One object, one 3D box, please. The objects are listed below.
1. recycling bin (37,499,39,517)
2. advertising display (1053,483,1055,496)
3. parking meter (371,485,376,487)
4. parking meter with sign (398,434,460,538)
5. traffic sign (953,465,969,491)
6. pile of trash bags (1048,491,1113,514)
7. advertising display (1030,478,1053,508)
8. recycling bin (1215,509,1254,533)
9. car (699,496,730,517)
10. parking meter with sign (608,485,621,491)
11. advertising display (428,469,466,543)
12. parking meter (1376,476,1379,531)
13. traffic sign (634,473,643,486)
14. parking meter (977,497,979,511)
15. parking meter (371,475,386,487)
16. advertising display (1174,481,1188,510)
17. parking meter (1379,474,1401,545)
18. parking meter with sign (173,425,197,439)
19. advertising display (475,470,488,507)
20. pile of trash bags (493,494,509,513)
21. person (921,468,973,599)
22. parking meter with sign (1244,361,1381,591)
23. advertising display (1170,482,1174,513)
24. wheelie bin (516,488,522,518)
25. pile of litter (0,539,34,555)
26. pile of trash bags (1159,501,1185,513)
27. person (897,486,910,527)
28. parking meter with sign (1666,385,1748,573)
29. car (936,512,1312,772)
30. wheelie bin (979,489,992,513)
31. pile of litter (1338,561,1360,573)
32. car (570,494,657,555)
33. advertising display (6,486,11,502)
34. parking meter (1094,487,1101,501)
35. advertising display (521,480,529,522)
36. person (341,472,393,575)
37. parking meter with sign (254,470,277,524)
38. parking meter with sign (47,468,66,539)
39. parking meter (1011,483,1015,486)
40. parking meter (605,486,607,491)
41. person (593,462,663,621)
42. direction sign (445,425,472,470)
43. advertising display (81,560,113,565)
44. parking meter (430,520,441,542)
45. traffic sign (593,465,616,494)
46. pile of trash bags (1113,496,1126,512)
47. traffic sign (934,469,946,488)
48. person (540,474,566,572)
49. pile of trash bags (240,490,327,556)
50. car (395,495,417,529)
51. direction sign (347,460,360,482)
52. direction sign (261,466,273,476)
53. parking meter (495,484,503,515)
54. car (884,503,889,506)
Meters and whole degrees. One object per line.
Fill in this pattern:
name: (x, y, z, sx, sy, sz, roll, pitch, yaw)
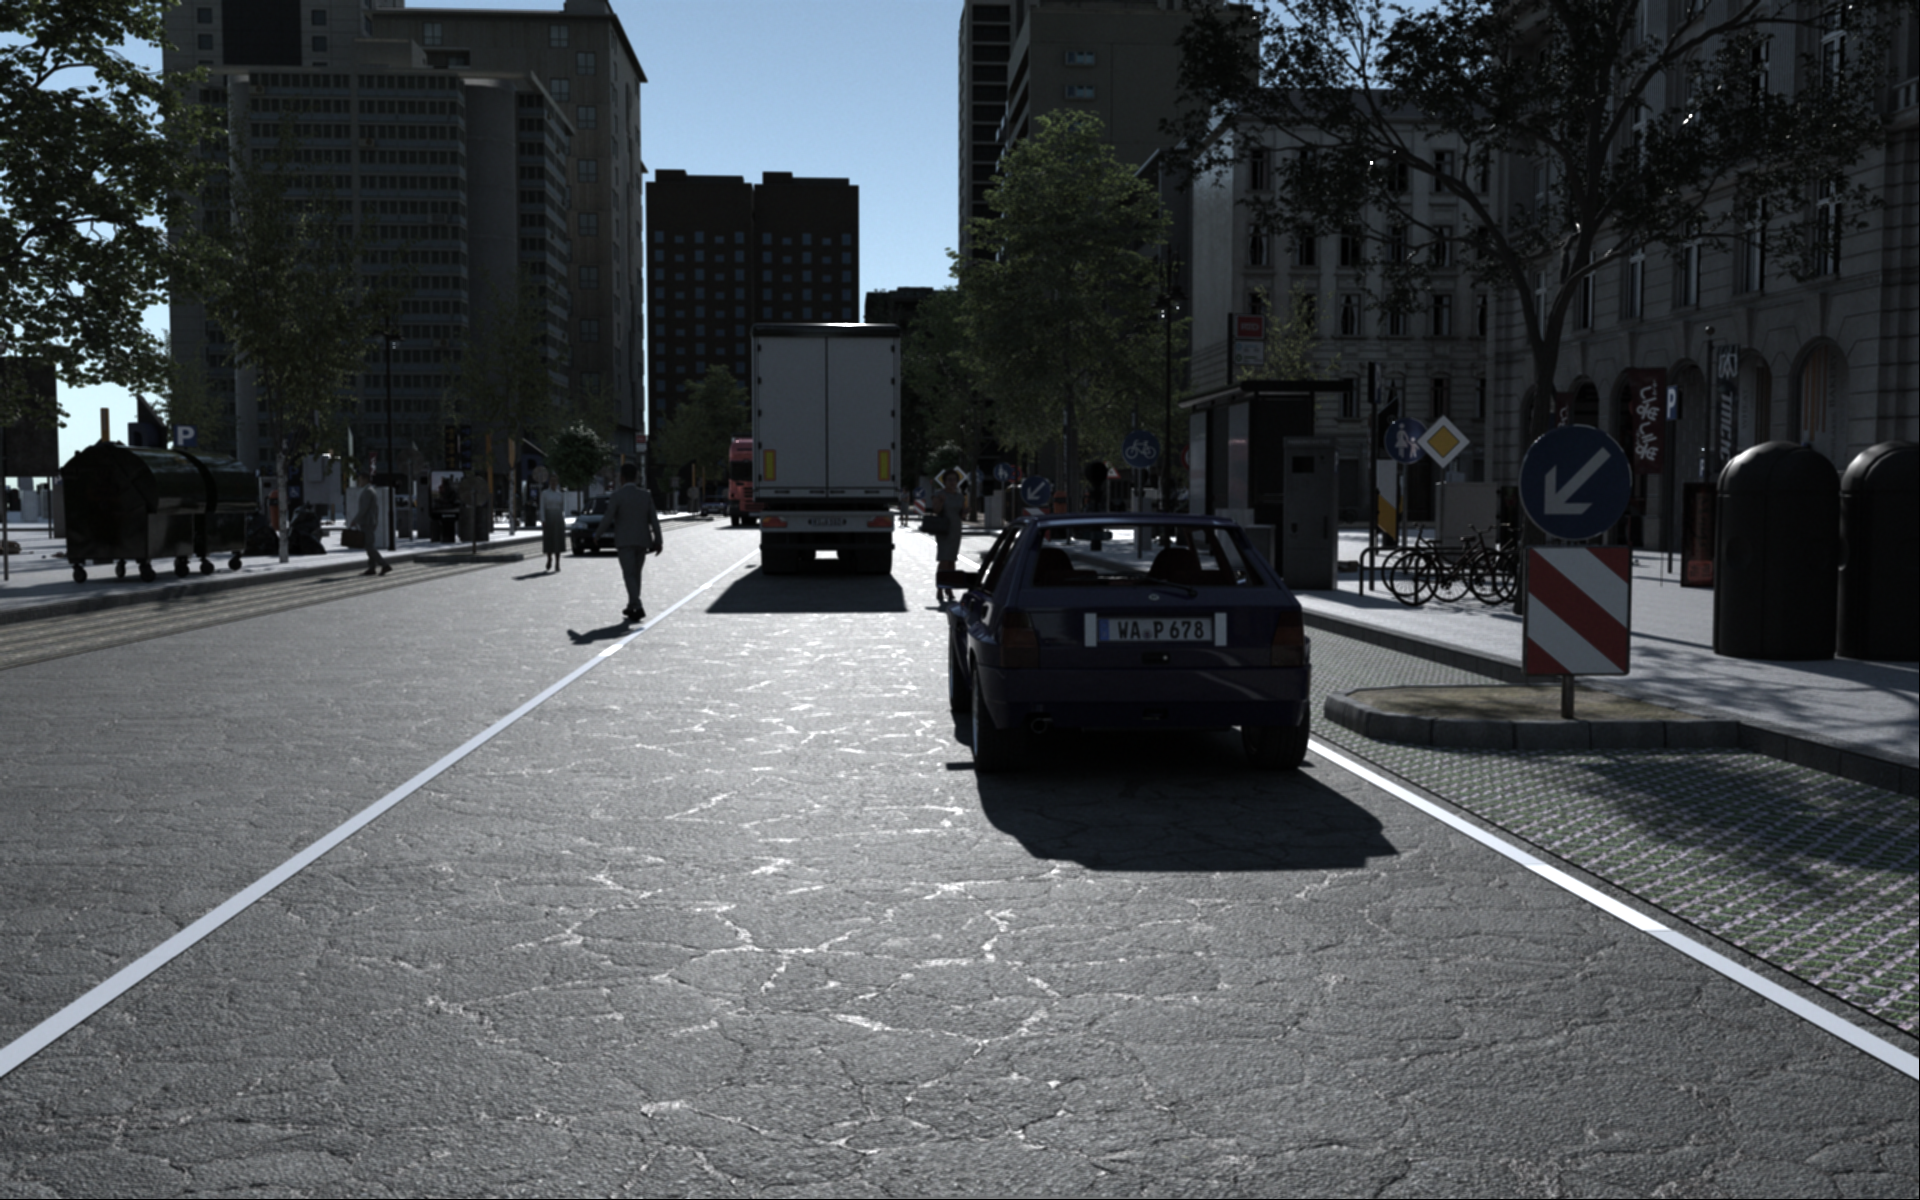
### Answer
recycling bin: (-51.939, -5.147, 96.704, 0.722, 1.027, 0.722, -3, 5, -40)
advertising display: (4.955, -5.709, 98.559, 0.974, 1.923, 0.123, -2, 4, -32)
parking meter: (-15.642, -2.288, 45.823, 0.372, 1.533, 0.369, 0, 3, 0)
parking meter with sign: (-15.491, -3.317, 50.494, 1.738, 3.016, 0.543, -1, 4, -10)
traffic sign: (-0.098, -3.469, 60.364, 0.795, 2.450, 0.064, 0, 4, -4)
pile of trash bags: (3.090, -2.404, 49.063, 1.912, 1.369, 3.447, 1, 4, 12)
advertising display: (3.246, -3.959, 69.936, 0.974, 1.923, 0.123, 3, 5, 41)
recycling bin: (4.824, -1.063, 29.937, 0.722, 1.027, 0.722, 0, 4, -3)
car: (-15.516, -5.950, 109.859, 1.945, 1.354, 3.894, 0, 4, -4)
parking meter with sign: (-23.689, -7.589, 120.345, 1.738, 3.016, 0.543, 1, 4, 17)
advertising display: (-13.434, -2.457, 45.381, 0.974, 1.923, 0.123, -3, 5, -39)
parking meter: (13.850, -3.159, 57.368, 0.399, 1.863, 0.255, -2, 4, -29)
traffic sign: (-12.759, -3.907, 67.528, 0.795, 2.450, 0.064, 0, 4, -4)
parking meter: (1.290, -7.571, 129.496, 0.399, 1.863, 0.255, -1, 4, -18)
parking meter: (-17.431, -2.832, 52.018, 0.399, 1.863, 0.255, -3, 4, -38)
advertising display: (11.277, -5.009, 87.108, 0.123, 1.923, 0.974, -3, 5, -40)
parking meter: (10.791, -2.299, 43.306, 0.399, 1.863, 0.255, 0, 4, -5)
parking meter with sign: (-19.902, -2.950, 44.499, 0.543, 3.016, 1.738, -2, 4, -26)
advertising display: (-12.928, -2.545, 46.825, 0.123, 1.923, 0.974, 0, 4, -2)
pile of trash bags: (-32.397, -6.832, 121.459, 1.912, 1.369, 3.447, -3, 4, -37)
person: (-0.186, -0.901, 23.587, 0.716, 1.782, 0.532, -2, 4, -29)
parking meter with sign: (4.713, -1.652, 23.264, 1.738, 3.016, 0.543, 1, 4, 22)
advertising display: (11.367, -5.383, 93.232, 0.123, 1.923, 0.974, 2, 4, 30)
wheelie bin: (-23.290, -5.089, 91.109, 0.693, 1.594, 0.980, -1, 4, -10)
pile of litter: (-20.521, -1.393, 36.738, 1.176, 0.858, 1.719, 3, 5, 42)
pile of trash bags: (7.614, -2.684, 53.640, 3.447, 1.369, 1.912, -2, 4, -35)
person: (-2.554, -4.115, 76.139, 0.532, 1.782, 0.716, -3, 5, -42)
parking meter with sign: (12.346, -1.938, 27.952, 1.738, 3.016, 0.543, 0, 4, 5)
car: (0.849, 0.139, 10.300, 1.945, 1.354, 3.894, 0, 4, -3)
wheelie bin: (1.699, -6.685, 117.215, 0.980, 1.594, 0.693, -3, 4, -38)
pile of litter: (6.134, -0.925, 29.094, 1.176, 0.858, 1.719, 1, 4, 12)
car: (-8.372, -1.981, 42.178, 2.009, 1.686, 4.222, 0, 4, -3)
advertising display: (-73.006, -7.766, 132.193, 0.974, 1.923, 0.123, -2, 4, -34)
parking meter: (9.037, -6.602, 113.658, 0.399, 1.863, 0.255, 2, 4, 29)
advertising display: (-19.908, -4.534, 79.348, 0.123, 1.923, 0.974, -2, 4, -28)
person: (-10.421, -1.334, 30.432, 0.853, 1.813, 0.709, -1, 4, -14)
parking meter with sign: (-29.991, -4.821, 75.081, 1.738, 3.016, 0.543, -2, 4, -28)
parking meter with sign: (-26.155, -3.328, 50.677, 0.543, 3.016, 1.738, 0, 4, 5)
parking meter: (2.856, -5.280, 92.045, 0.255, 1.863, 0.399, 0, 4, 0)
parking meter: (-22.100, -6.228, 107.543, 0.399, 1.863, 0.255, 3, 5, 40)
person: (-3.755, -0.671, 19.753, 0.678, 1.792, 0.850, -2, 4, -35)
direction sign: (-16.512, -3.979, 57.058, 0.876, 3.537, 0.379, 0, 4, 3)
advertising display: (-15.721, -1.621, 31.725, 0.123, 1.923, 0.974, 1, 4, 21)
parking meter: (-13.996, -2.487, 46.368, 0.399, 1.863, 0.255, 3, 4, 38)
traffic sign: (-12.216, -3.420, 59.561, 0.795, 2.450, 0.064, 0, 4, -4)
pile of trash bags: (8.146, -5.501, 99.688, 1.912, 1.369, 3.447, -2, 4, -30)
traffic sign: (-0.641, -3.956, 68.331, 0.795, 2.450, 0.064, 0, 4, -4)
person: (-7.577, -1.434, 32.178, 0.478, 1.798, 0.641, -1, 4, -19)
pile of trash bags: (-14.826, -1.705, 37.635, 1.912, 1.369, 3.447, -1, 4, -22)
car: (-19.895, -3.130, 63.175, 4.499, 1.417, 2.014, 0, 4, -3)
direction sign: (-40.384, -7.547, 115.384, 0.876, 3.537, 0.379, 1, 4, 9)
direction sign: (-55.699, -9.003, 139.196, 0.876, 3.537, 0.379, -1, 4, -18)
parking meter: (-26.891, -5.826, 100.965, 0.399, 1.863, 0.255, -3, 5, -41)
car: (-4.125, -3.834, 74.491, 2.131, 1.459, 4.920, 0, 4, -3)
